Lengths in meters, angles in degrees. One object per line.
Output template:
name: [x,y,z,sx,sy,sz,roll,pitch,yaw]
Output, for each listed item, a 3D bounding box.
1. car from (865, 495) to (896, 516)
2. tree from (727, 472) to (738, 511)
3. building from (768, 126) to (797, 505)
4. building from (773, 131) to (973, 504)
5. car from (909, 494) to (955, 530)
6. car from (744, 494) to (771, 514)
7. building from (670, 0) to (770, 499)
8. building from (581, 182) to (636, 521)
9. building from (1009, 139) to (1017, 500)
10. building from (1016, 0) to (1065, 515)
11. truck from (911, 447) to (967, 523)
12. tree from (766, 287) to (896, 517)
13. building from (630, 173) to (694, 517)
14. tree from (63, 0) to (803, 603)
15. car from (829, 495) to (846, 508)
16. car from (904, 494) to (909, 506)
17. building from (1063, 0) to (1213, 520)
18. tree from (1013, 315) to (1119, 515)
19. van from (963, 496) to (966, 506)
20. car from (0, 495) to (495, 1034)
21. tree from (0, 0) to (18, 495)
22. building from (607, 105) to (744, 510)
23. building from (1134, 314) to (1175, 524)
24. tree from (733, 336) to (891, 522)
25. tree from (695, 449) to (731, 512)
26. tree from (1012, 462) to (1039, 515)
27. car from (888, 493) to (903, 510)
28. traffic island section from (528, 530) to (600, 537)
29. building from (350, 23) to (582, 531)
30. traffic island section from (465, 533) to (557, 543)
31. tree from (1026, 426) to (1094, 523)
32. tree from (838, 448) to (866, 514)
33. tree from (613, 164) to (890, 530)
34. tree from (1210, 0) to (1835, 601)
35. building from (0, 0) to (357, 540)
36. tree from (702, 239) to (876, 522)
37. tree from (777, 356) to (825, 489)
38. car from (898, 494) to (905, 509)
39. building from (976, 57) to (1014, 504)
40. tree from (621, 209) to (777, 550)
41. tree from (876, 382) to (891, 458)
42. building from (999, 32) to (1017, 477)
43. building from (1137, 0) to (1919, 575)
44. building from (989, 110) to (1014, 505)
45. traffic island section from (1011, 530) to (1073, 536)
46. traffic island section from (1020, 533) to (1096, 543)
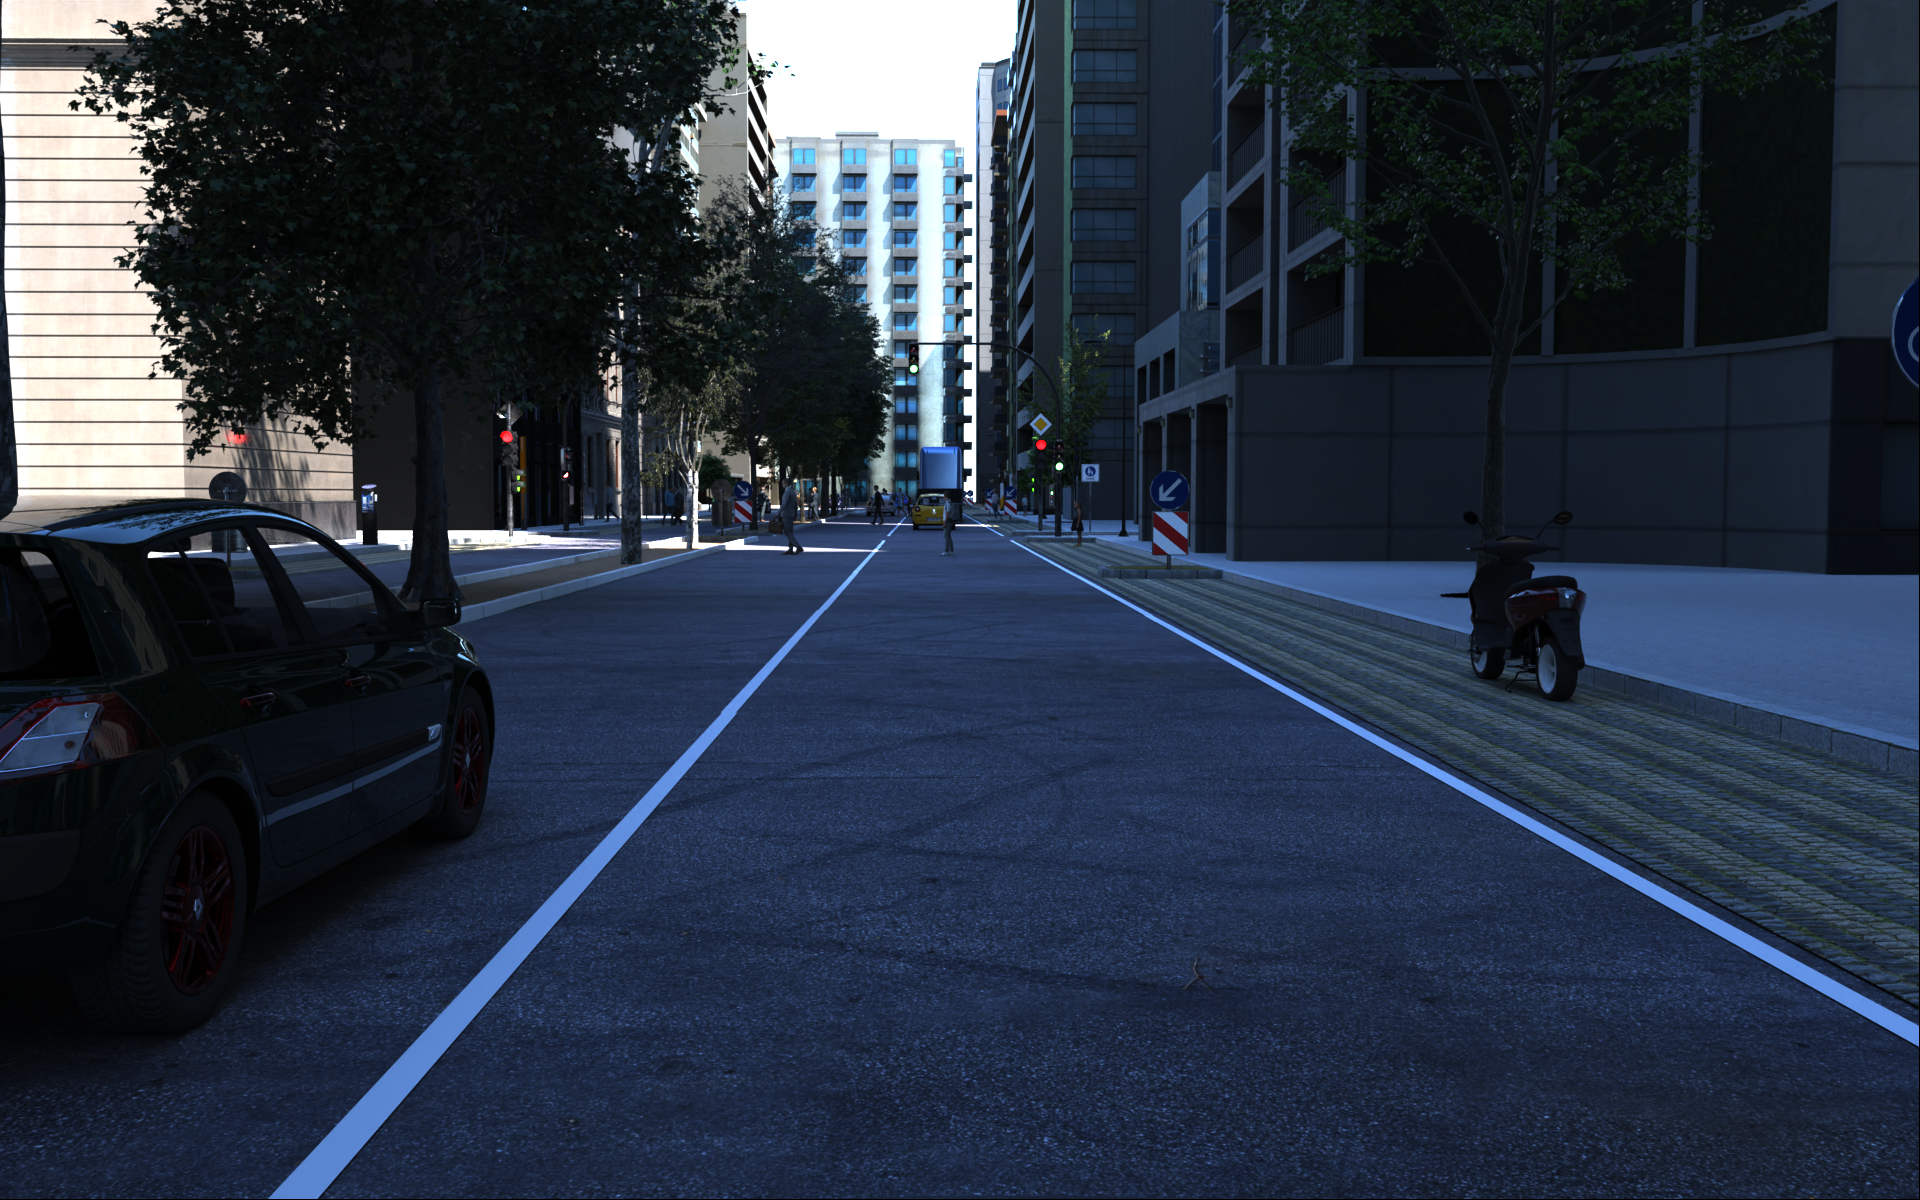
car: [-5.205,-6.204,113.789,2.083,1.381,4.827,0,4,-2]
tree: [-17.571,-8.374,131.508,1.663,3.219,1.824,0,3,0]
building: [-34.051,-33.258,198.386,28.867,44.769,22.147,0,4,-1]
building: [-13.642,-37.412,231.288,30.456,49.044,23.786,0,4,-1]
car: [-1.047,-3.657,70.017,2.015,1.641,3.980,0,4,-1]
car: [-14.806,-7.144,126.597,2.009,1.686,4.222,0,4,-1]
building: [-30.285,-33.358,169.098,21.300,48.544,21.600,0,4,-1]
building: [-23.187,-15.329,86.791,11.583,22.565,21.152,0,4,-1]
building: [11.050,-22.779,144.134,14.160,30.474,14.107,0,4,-1]
building: [14.996,-30.110,115.996,21.300,48.544,21.600,0,4,-1]
truck: [-1.114,-6.287,92.552,2.967,4.110,18.799,0,4,0]
tree: [-8.349,-12.062,106.333,9.857,13.997,8.962,0,3,0]
building: [-24.273,-16.366,109.383,13.314,21.916,24.055,0,4,-1]
tree: [-7.073,-6.327,22.912,9.611,12.733,9.660,0,3,0]
car: [-12.326,-9.911,174.621,1.945,1.354,3.894,0,4,0]
car: [-7.097,-12.224,209.452,1.945,1.707,3.694,0,4,1]
building: [12.308,-24.879,90.368,14.154,41.232,14.086,0,4,-1]
tree: [4.601,-7.372,70.888,4.737,8.622,4.395,0,3,0]
van: [-0.308,-12.413,209.966,2.013,2.044,4.112,0,3,0]
car: [-2.880,0.232,5.990,2.009,1.686,4.222,0,4,0]
tree: [-7.542,-9.366,11.483,12.611,20.169,13.585,0,3,0]
building: [-35.117,-27.806,146.501,32.217,40.220,23.993,0,4,-1]
building: [22.955,-46.310,69.839,31.000,86.520,22.319,0,4,-1]
tree: [-8.036,-9.832,97.628,8.767,10.594,7.601,0,4,-1]
tree: [-18.131,-8.617,124.606,4.285,4.588,4.351,0,3,0]
tree: [4.121,-6.748,104.932,1.663,3.219,1.824,0,3,0]
car: [-6.274,-9.185,159.769,1.945,1.707,3.694,0,4,1]
traffic island section: [-13.624,-2.299,59.870,2.009,0.180,2.903,0,4,-1]
building: [-22.633,-14.550,67.578,12.332,23.373,15.834,0,4,-1]
traffic island section: [-13.469,-1.811,51.886,2.009,0.180,2.903,0,4,-1]
tree: [4.559,-5.787,78.339,4.285,4.588,4.351,0,3,0]
tree: [-8.267,-10.315,121.476,4.737,8.622,4.395,0,3,0]
tree: [-7.689,-9.263,64.271,12.009,13.543,11.850,0,3,0]
tree: [6.653,-5.819,20.892,9.928,11.665,9.643,0,3,0]
building: [-29.372,-15.040,43.166,25.104,27.353,12.463,0,4,-1]
tree: [-7.784,-9.451,75.110,7.486,12.596,7.792,0,3,0]
tree: [-7.941,-7.866,81.433,4.360,8.622,3.978,0,3,0]
car: [-6.402,-9.676,170.209,2.014,1.417,4.499,0,4,-2]
building: [16.439,-42.009,228.839,28.212,58.520,21.231,0,4,-1]
tree: [-6.970,-5.604,44.442,4.360,8.622,3.978,0,3,0]
tree: [-8.506,-11.900,115.150,7.486,12.596,7.792,0,3,0]
building: [15.968,-33.416,165.963,23.786,49.044,30.456,0,4,-1]
building: [15.319,-36.530,35.519,20.563,71.187,20.611,0,4,-1]
building: [14.607,-33.092,195.679,22.147,44.769,28.867,0,4,-1]
traffic island section: [2.815,-2.318,60.183,2.009,0.180,2.903,0,4,-1]
traffic island section: [2.969,-1.830,52.199,2.009,0.180,2.903,0,4,-1]
